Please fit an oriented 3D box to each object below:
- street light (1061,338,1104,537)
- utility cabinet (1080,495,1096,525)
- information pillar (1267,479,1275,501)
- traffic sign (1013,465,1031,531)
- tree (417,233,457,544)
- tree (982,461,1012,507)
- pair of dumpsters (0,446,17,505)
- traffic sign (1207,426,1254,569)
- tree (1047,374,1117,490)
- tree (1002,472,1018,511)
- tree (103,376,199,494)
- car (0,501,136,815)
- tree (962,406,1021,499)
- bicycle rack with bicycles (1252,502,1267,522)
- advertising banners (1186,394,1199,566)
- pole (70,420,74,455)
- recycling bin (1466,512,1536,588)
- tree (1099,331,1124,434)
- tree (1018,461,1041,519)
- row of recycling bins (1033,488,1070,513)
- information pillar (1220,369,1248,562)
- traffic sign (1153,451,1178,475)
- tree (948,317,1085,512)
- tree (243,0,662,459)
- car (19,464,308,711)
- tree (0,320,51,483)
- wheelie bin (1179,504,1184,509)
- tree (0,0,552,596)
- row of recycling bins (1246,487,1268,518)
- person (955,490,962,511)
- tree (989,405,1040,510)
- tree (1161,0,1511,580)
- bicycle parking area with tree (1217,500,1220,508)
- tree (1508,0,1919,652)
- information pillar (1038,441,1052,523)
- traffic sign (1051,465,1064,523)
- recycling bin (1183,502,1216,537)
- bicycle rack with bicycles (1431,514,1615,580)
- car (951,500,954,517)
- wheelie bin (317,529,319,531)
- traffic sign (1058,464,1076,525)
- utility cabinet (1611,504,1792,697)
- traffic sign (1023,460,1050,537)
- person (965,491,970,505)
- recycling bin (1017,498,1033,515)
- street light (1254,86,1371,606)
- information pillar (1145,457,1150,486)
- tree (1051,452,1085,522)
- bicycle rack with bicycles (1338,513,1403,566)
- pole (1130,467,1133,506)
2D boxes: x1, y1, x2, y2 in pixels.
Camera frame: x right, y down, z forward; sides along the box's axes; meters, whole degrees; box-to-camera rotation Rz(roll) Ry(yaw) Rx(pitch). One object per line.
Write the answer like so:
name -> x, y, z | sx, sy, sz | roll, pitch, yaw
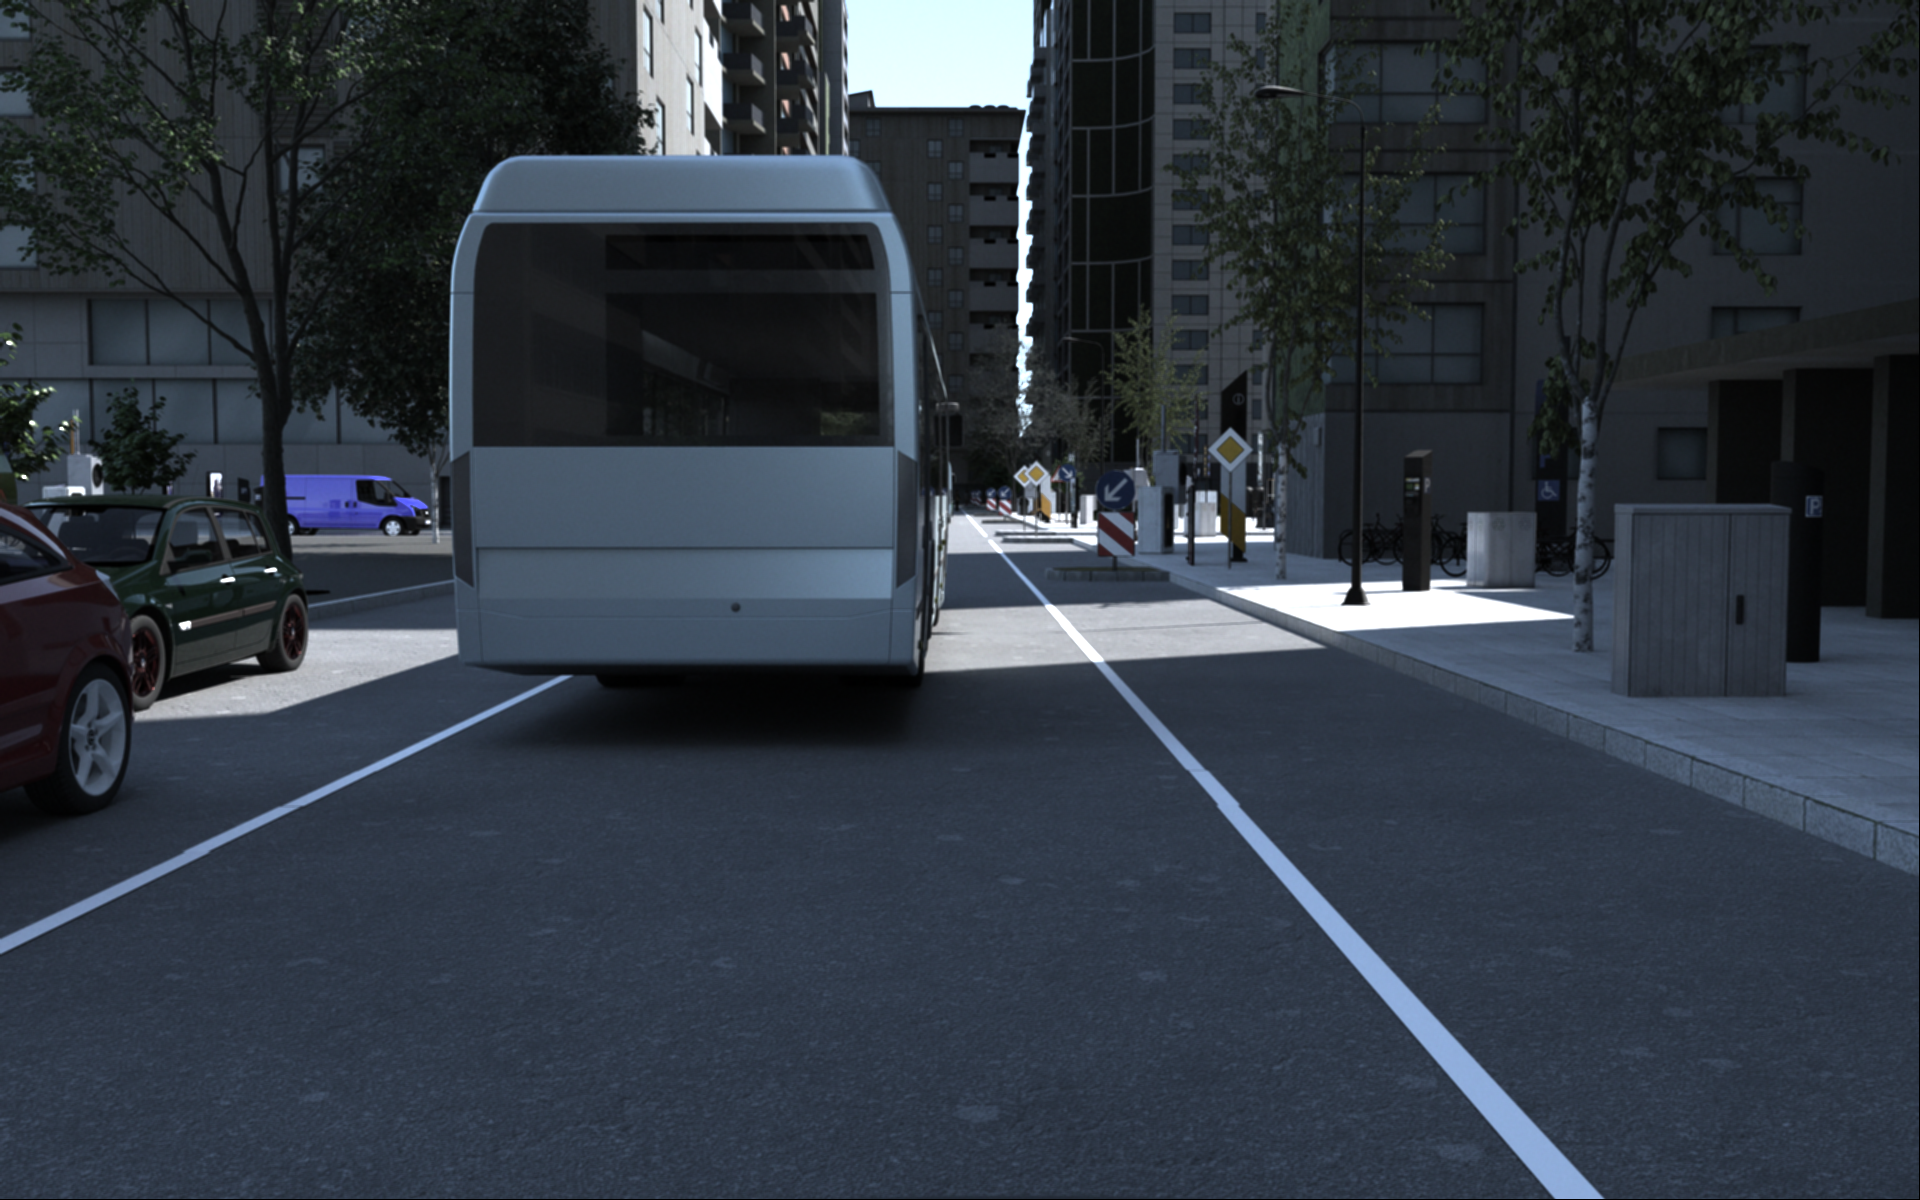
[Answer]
street light -> 3.700, -4.838, 51.638 | 1.470, 5.913, 1.316 | 0, 4, 0
utility cabinet -> 5.339, -3.790, 73.127 | 0.306, 1.237, 1.020 | 1, 4, 22
information pillar -> 15.493, -4.994, 86.145 | 0.304, 2.012, 0.304 | 3, 5, 41
traffic sign -> 2.220, -3.426, 59.663 | 0.795, 2.450, 0.064 | 0, 4, 0
tree -> -13.349, -5.754, 44.443 | 4.737, 8.622, 4.395 | 0, 3, 0
tree -> 3.876, -11.591, 173.219 | 4.285, 4.588, 4.351 | 0, 3, 0
pair of dumpsters -> -8.400, -0.577, 11.921 | 1.574, 2.255, 4.437 | 0, 4, 0
traffic sign -> 4.625, -1.743, 29.684 | 0.795, 2.450, 0.064 | 1, 4, 8
tree -> 7.448, -9.578, 106.968 | 4.360, 8.622, 3.978 | 0, 3, 0
tree -> 4.095, -8.292, 130.178 | 1.663, 3.219, 1.824 | 0, 3, 0
tree -> -13.531, -2.061, 28.301 | 1.663, 3.219, 1.824 | 0, 3, 0
car -> -4.739, 0.166, 6.330 | 2.155, 1.783, 4.494 | 0, 4, -1
tree -> 4.018, -18.015, 212.673 | 7.486, 12.596, 7.792 | 0, 3, 0
bicycle rack with bicycles -> 13.560, -4.153, 81.289 | 2.852, 0.926, 2.925 | 2, 4, 28
advertising banners -> 4.192, -2.144, 31.240 | 0.090, 3.025, 2.074 | 0, 4, 4
pole -> -24.403, -3.298, 47.772 | 0.158, 3.312, 0.155 | 0, 3, 0
recycling bin -> 7.466, -0.694, 23.906 | 0.722, 1.027, 0.722 | 0, 4, -5
tree -> 7.578, -7.188, 67.887 | 4.737, 8.622, 4.395 | 0, 3, 0
tree -> 4.264, -5.696, 87.723 | 1.663, 3.219, 1.824 | 0, 3, 0
row of recycling bins -> 6.352, -6.669, 116.145 | 3.534, 1.692, 1.069 | 2, 4, 35
information pillar -> 5.185, -2.531, 32.729 | 0.504, 3.616, 0.183 | 1, 4, 18
traffic sign -> 4.785, -2.337, 40.334 | 0.606, 2.300, 0.079 | 0, 4, 2
tree -> 3.673, -12.883, 121.014 | 12.009, 13.543, 11.850 | 0, 3, 0
tree -> -9.523, -7.226, 35.159 | 9.611, 12.733, 9.660 | 0, 3, 0
car -> -6.232, -0.175, 12.640 | 2.009, 1.686, 4.222 | 0, 3, 0
tree -> -9.351, -1.315, 16.094 | 1.663, 3.219, 1.824 | 0, 3, 0
wheelie bin -> 13.906, -6.219, 109.593 | 0.693, 1.594, 0.980 | 2, 4, 28
tree -> -8.784, -5.880, 21.893 | 9.928, 11.665, 9.643 | 0, 3, 0
row of recycling bins -> 16.714, -5.337, 94.370 | 1.069, 1.692, 3.534 | -3, 5, -41
person -> -0.199, -8.383, 145.651 | 0.705, 1.812, 1.348 | -1, 4, -21
tree -> 4.266, -11.393, 136.642 | 4.360, 8.622, 3.978 | 0, 3, 0
tree -> 5.062, -4.616, 25.833 | 4.737, 8.622, 4.395 | 0, 3, 0
bicycle parking area with tree -> 20.810, -7.771, 114.058 | 8.231, 4.147, 9.016 | 2, 4, 23
tree -> 5.310, -3.887, 13.918 | 4.737, 8.622, 4.395 | 0, 3, 0
information pillar -> 3.779, -5.173, 75.927 | 0.504, 3.616, 0.183 | -2, 4, -31
traffic sign -> 4.437, -4.729, 77.316 | 0.884, 2.594, 0.081 | 0, 4, 5
recycling bin -> 7.166, -2.396, 51.734 | 0.722, 1.027, 0.722 | -3, 4, -38
bicycle rack with bicycles -> 8.842, -0.808, 26.592 | 2.925, 0.926, 2.852 | 0, 4, 2
car -> -1.395, -6.039, 110.536 | 2.131, 1.459, 4.920 | 0, 4, -2
wheelie bin -> -22.697, -3.204, 60.300 | 0.980, 1.594, 0.693 | -1, 4, -8
traffic sign -> 4.505, -4.449, 72.851 | 0.768, 2.556, 0.104 | 0, 4, 1
utility cabinet -> 4.721, 0.007, 11.042 | 1.020, 1.237, 0.306 | 0, 4, -3
traffic sign -> 2.275, -2.938, 51.678 | 0.795, 2.450, 0.064 | 0, 4, 0
person -> 0.794, -11.369, 194.385 | 0.705, 1.824, 1.348 | 2, 4, 23
recycling bin -> 4.003, -5.735, 106.319 | 0.722, 1.027, 0.722 | -3, 5, -44
street light -> 4.055, -2.897, 19.915 | 1.470, 5.913, 1.316 | 0, 4, 0
information pillar -> 11.975, -7.297, 110.661 | 0.183, 3.616, 0.504 | 2, 4, 33
tree -> 4.946, -5.180, 79.288 | 1.663, 3.219, 1.824 | 0, 3, 0
bicycle rack with bicycles -> 8.204, -1.121, 31.706 | 2.925, 0.926, 2.852 | 0, 4, 2
pole -> 12.907, -8.360, 130.529 | 0.158, 3.312, 0.155 | 0, 3, 0
